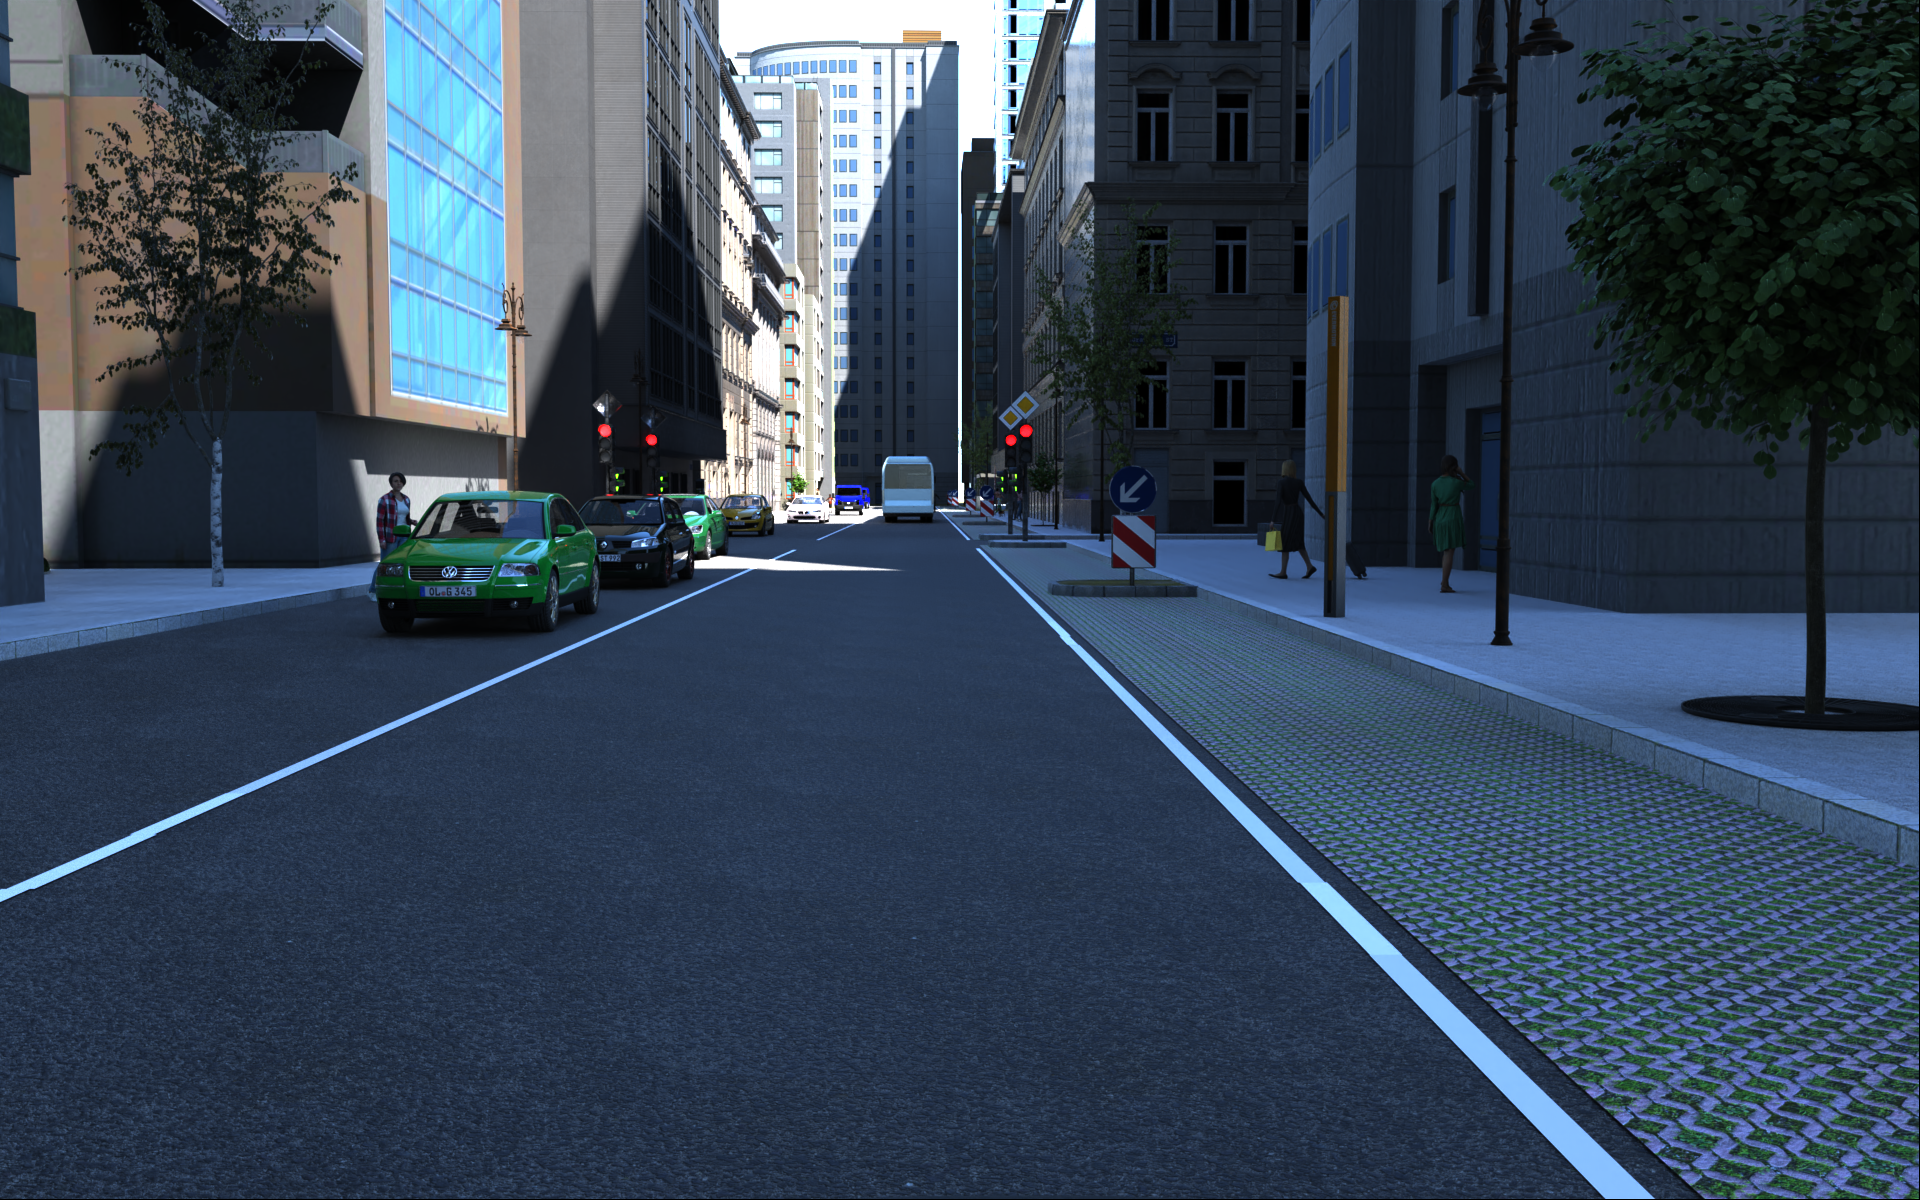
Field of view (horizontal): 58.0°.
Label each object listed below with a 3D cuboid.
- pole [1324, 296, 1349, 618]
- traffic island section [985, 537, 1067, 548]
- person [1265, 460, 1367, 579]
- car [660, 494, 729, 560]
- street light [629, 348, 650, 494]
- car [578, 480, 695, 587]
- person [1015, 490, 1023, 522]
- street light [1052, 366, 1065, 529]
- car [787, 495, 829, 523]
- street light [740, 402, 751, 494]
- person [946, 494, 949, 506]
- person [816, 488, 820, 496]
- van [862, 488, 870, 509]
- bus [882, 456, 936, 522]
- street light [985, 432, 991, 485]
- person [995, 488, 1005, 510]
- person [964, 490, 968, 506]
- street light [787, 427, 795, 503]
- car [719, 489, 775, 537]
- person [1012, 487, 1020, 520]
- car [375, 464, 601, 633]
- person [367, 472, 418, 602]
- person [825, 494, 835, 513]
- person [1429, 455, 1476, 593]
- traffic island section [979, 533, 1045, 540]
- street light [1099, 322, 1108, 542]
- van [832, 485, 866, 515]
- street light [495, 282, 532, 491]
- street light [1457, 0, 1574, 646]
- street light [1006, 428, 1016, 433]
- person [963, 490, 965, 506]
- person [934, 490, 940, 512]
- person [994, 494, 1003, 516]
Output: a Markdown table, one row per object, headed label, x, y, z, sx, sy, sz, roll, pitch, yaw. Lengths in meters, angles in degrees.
| label | x | y | z | sx | sy | sz | roll | pitch | yaw |
| --- | --- | --- | --- | --- | --- | --- | --- | --- | --- |
| pole | 3.906 | -1.476 | 17.974 | 0.158 | 3.312 | 0.155 | 0 | 3 | 0 |
| traffic island section | 1.795 | -1.522 | 47.166 | 2.009 | 0.180 | 2.903 | 0 | 4 | -1 |
| person | 5.381 | -1.217 | 26.153 | 1.509 | 1.804 | 0.699 | 1 | 4 | 12 |
| car | -6.361 | -1.674 | 39.174 | 2.131 | 1.459 | 4.920 | 0 | 3 | 0 |
| street light | -10.147 | -5.029 | 55.013 | 0.468 | 5.910 | 1.993 | 0 | 4 | -1 |
| car | -5.338 | -1.102 | 27.798 | 2.009 | 1.686 | 4.222 | 0 | 4 | -1 |
| person | 2.794 | -4.545 | 80.944 | 0.643 | 1.750 | 0.593 | -2 | 4 | -30 |
| street light | 3.497 | -5.506 | 62.811 | 0.468 | 5.910 | 1.993 | 0 | 4 | -1 |
| car | -7.542 | -4.519 | 86.247 | 2.083 | 1.381 | 4.827 | 0 | 4 | 0 |
| street light | -10.809 | -6.997 | 87.188 | 0.468 | 5.910 | 1.993 | 0 | 4 | -1 |
| person | -1.393 | -11.124 | 191.844 | 0.593 | 1.643 | 0.415 | 3 | 5 | 41 |
| person | -11.980 | -8.547 | 145.789 | 0.705 | 1.823 | 1.348 | -1 | 4 | -14 |
| van | -9.849 | -10.047 | 168.644 | 2.240 | 2.365 | 5.245 | 0 | 4 | 0 |
| bus | -2.678 | -5.900 | 91.320 | 2.948 | 3.499 | 13.247 | 0 | 4 | -1 |
| street light | 2.049 | -9.584 | 129.490 | 0.468 | 5.910 | 1.993 | 0 | 4 | -1 |
| person | 2.991 | -7.890 | 135.755 | 1.217 | 1.736 | 0.721 | 3 | 5 | 40 |
| person | 0.683 | -11.050 | 186.848 | 0.705 | 1.807 | 1.348 | -1 | 4 | -13 |
| street light | -11.603 | -8.965 | 119.359 | 0.468 | 5.910 | 1.993 | 0 | 4 | -1 |
| car | -7.416 | -3.020 | 59.593 | 2.015 | 1.641 | 3.980 | 0 | 4 | 1 |
| person | 2.751 | -4.854 | 85.206 | 0.447 | 1.846 | 0.655 | -2 | 4 | -33 |
| car | -5.170 | -0.646 | 19.351 | 1.959 | 1.807 | 4.718 | 0 | 4 | -3 |
| person | -7.531 | -0.836 | 22.999 | 0.643 | 1.720 | 0.563 | 2 | 4 | 30 |
| person | -9.939 | -7.372 | 132.297 | 1.065 | 1.426 | 0.557 | 2 | 4 | 28 |
| person | 6.386 | -1.003 | 22.684 | 0.600 | 1.795 | 0.529 | 3 | 4 | 37 |
| traffic island section | 1.625 | -2.010 | 55.150 | 2.009 | 0.180 | 2.903 | 0 | 4 | -1 |
| street light | 3.840 | -4.523 | 46.732 | 0.468 | 5.910 | 1.993 | 0 | 4 | -1 |
| van | -7.532 | -6.938 | 117.825 | 2.240 | 2.365 | 5.245 | 0 | 4 | -2 |
| street light | -9.750 | -3.986 | 37.959 | 0.468 | 5.910 | 1.993 | 0 | 4 | -1 |
| street light | 4.606 | -2.554 | 14.550 | 0.468 | 5.910 | 1.993 | 0 | 4 | -1 |
| street light | 2.834 | -7.525 | 95.829 | 0.468 | 5.910 | 1.993 | 0 | 4 | -1 |
| person | 0.579 | -11.362 | 192.524 | 0.721 | 1.735 | 1.217 | 0 | 4 | 4 |
| person | -2.101 | -7.763 | 135.555 | 1.348 | 1.807 | 0.705 | -2 | 4 | -31 |
| person | 2.295 | -5.618 | 102.142 | 0.590 | 1.304 | 0.306 | 3 | 4 | 39 |
